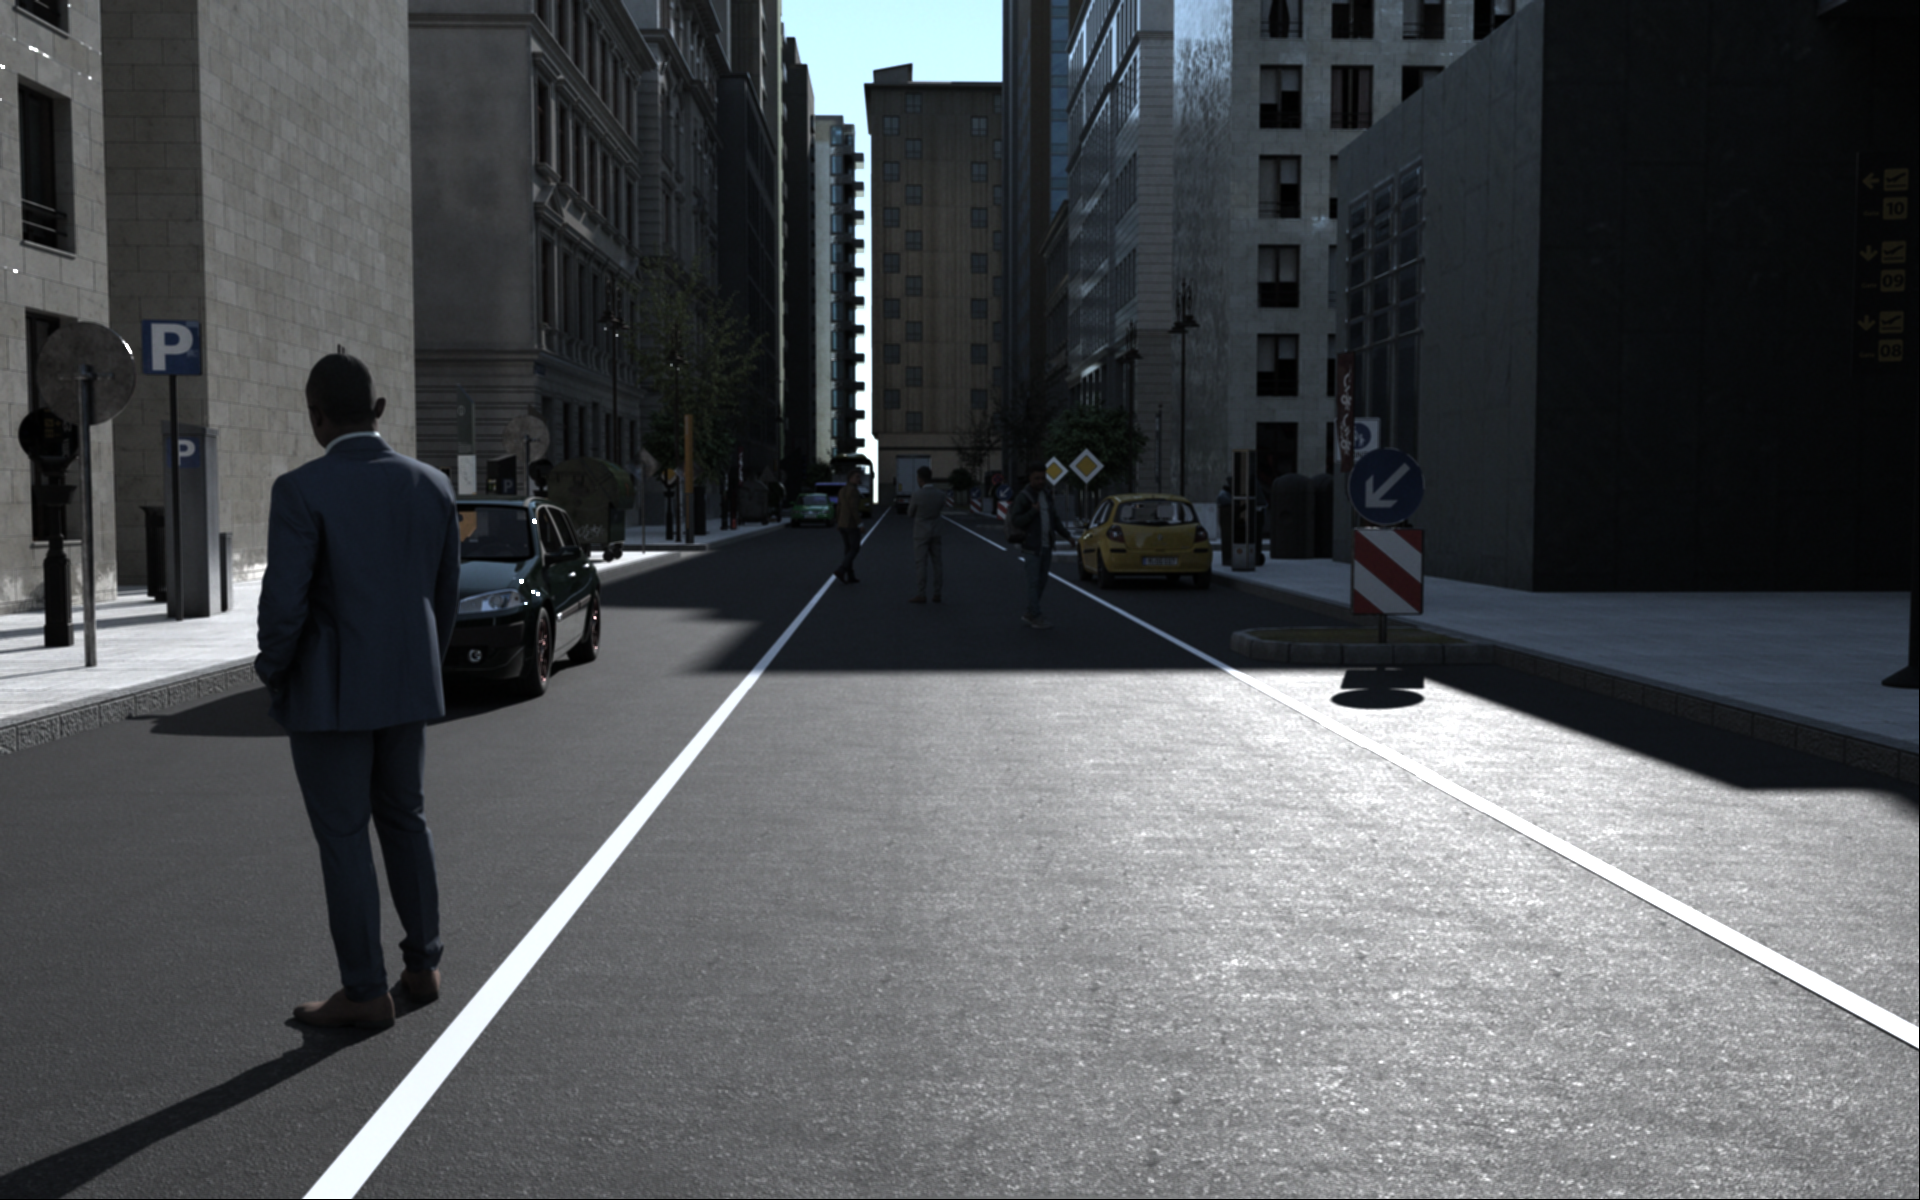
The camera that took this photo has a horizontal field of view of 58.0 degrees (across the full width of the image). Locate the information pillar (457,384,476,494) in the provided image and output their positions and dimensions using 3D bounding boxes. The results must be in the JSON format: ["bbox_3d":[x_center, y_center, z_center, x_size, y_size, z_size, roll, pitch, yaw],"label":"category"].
[{"bbox_3d":[-10.528,-2.789,36.949,0.504,3.616,0.183,2,4,34],"label":"information pillar"}]

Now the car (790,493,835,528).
[{"bbox_3d":[-6.420,-4.087,75.619,1.959,1.807,4.718,0,4,-2],"label":"car"}]

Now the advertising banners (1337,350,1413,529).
[{"bbox_3d":[4.899,-1.494,20.620,0.090,3.025,2.074,-1,4,-11],"label":"advertising banners"}]

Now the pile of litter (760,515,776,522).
[{"bbox_3d":[-9.129,-4.111,81.179,1.176,0.858,1.719,1,4,10],"label":"pile of litter"}]

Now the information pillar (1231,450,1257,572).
[{"bbox_3d":[4.720,-1.485,28.778,0.304,2.012,0.304,3,4,36],"label":"information pillar"}]

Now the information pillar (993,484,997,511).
[{"bbox_3d":[2.493,-7.100,120.573,0.304,2.012,0.304,2,4,29],"label":"information pillar"}]

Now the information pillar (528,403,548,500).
[{"bbox_3d":[-10.916,-3.268,44.794,0.504,3.616,0.183,0,4,-7],"label":"information pillar"}]

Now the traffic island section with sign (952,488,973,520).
[{"bbox_3d":[0.730,-5.412,97.115,1.989,1.847,2.006,0,4,-2],"label":"traffic island section with sign"}]

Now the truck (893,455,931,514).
[{"bbox_3d":[-3.512,-8.532,128.409,2.839,4.237,11.283,0,4,-2],"label":"truck"}]

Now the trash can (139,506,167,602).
[{"bbox_3d":[-9.447,-0.561,20.821,0.748,1.137,0.748,0,3,0],"label":"trash can"}]

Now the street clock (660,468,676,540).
[{"bbox_3d":[-8.108,-2.674,48.296,0.471,2.002,0.358,-1,4,-14],"label":"street clock"}]

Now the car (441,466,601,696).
[{"bbox_3d":[-3.882,-0.225,13.467,2.009,1.686,4.222,0,4,-4],"label":"car"}]

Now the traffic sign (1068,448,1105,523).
[{"bbox_3d":[2.734,-2.073,37.532,0.795,2.450,0.064,0,4,-2],"label":"traffic sign"}]

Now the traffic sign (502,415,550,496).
[{"bbox_3d":[-7.000,-1.704,27.964,0.768,2.556,0.104,0,4,-1],"label":"traffic sign"}]

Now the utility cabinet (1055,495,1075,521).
[{"bbox_3d":[4.926,-4.345,82.207,1.020,1.237,0.306,-1,4,-21],"label":"utility cabinet"}]

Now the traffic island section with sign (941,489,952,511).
[{"bbox_3d":[-0.976,-8.481,147.287,1.989,1.847,2.006,0,4,-2],"label":"traffic island section with sign"}]

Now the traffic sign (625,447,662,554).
[{"bbox_3d":[-6.806,-2.054,37.229,0.795,2.450,0.064,0,4,-2],"label":"traffic sign"}]

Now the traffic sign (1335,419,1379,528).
[{"bbox_3d":[5.326,-1.295,23.303,0.606,2.300,0.079,0,4,3],"label":"traffic sign"}]

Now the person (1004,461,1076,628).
[{"bbox_3d":[0.823,-0.596,18.592,0.721,1.781,0.623,2,4,34],"label":"person"}]

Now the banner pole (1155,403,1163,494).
[{"bbox_3d":[5.436,-3.515,47.489,0.401,3.779,0.863,1,4,18],"label":"banner pole"}]

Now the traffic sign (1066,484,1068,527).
[{"bbox_3d":[4.114,-4.071,66.665,0.768,2.556,0.104,0,4,0],"label":"traffic sign"}]

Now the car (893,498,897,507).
[{"bbox_3d":[-6.434,-11.080,193.164,2.014,1.417,4.499,0,4,-4],"label":"car"}]

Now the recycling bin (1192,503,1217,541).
[{"bbox_3d":[6.647,-2.162,47.906,0.722,1.027,0.722,-1,4,-12],"label":"recycling bin"}]

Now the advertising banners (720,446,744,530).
[{"bbox_3d":[-8.158,-4.035,62.165,0.090,3.025,2.074,1,4,17],"label":"advertising banners"}]

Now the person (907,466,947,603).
[{"bbox_3d":[-0.464,-0.877,23.016,0.511,1.800,0.466,-3,5,-42],"label":"person"}]

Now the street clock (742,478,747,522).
[{"bbox_3d":[-9.771,-4.535,78.723,0.358,2.002,0.471,-1,4,-9],"label":"street clock"}]

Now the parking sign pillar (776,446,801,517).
[{"bbox_3d":[-9.563,-6.627,96.818,1.447,3.967,1.447,-2,4,-34],"label":"parking sign pillar"}]

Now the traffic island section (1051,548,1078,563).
[{"bbox_3d":[2.757,-0.938,37.610,2.009,0.180,2.903,0,4,-2],"label":"traffic island section"}]

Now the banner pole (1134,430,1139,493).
[{"bbox_3d":[6.900,-4.746,67.612,0.401,3.779,0.863,1,4,19],"label":"banner pole"}]

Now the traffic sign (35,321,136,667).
[{"bbox_3d":[-6.471,-0.778,12.820,0.768,2.556,0.104,0,4,3],"label":"traffic sign"}]

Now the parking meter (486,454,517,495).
[{"bbox_3d":[-6.692,-1.199,25.317,0.255,1.863,0.399,3,4,36],"label":"parking meter"}]

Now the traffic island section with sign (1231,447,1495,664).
[{"bbox_3d":[3.508,-0.424,15.558,1.989,1.847,2.006,0,4,-2],"label":"traffic island section with sign"}]

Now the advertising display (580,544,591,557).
[{"bbox_3d":[-7.714,-1.850,35.458,0.123,1.923,0.974,-2,4,-26],"label":"advertising display"}]

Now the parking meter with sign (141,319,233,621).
[{"bbox_3d":[-8.073,-1.345,18.245,0.543,3.016,1.738,-1,4,-12],"label":"parking meter with sign"}]

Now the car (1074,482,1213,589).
[{"bbox_3d":[2.880,-1.065,27.637,2.015,1.641,3.980,0,4,-3],"label":"car"}]

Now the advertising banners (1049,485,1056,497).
[{"bbox_3d":[3.661,-4.519,70.066,0.090,3.025,2.074,1,4,17],"label":"advertising banners"}]

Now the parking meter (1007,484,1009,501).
[{"bbox_3d":[2.696,-5.899,102.167,0.255,1.863,0.399,-2,4,-28],"label":"parking meter"}]

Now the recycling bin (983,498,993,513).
[{"bbox_3d":[1.891,-6.322,115.913,0.722,1.027,0.722,0,4,1],"label":"recycling bin"}]

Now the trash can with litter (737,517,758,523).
[{"bbox_3d":[-9.487,-4.020,77.119,1.055,1.170,0.624,1,4,9],"label":"trash can with litter"}]

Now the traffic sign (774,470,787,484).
[{"bbox_3d":[-9.337,-5.475,89.624,0.768,2.556,0.104,0,4,7],"label":"traffic sign"}]

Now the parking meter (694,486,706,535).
[{"bbox_3d":[-8.084,-2.777,53.812,0.372,1.533,0.369,0,3,0],"label":"parking meter"}]

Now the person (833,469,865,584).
[{"bbox_3d":[-1.754,-1.180,27.706,0.656,1.842,0.836,2,4,26],"label":"person"}]

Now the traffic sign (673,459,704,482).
[{"bbox_3d":[-7.078,-2.542,45.209,0.795,2.450,0.064,0,4,-2],"label":"traffic sign"}]

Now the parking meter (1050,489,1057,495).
[{"bbox_3d":[4.580,-4.668,84.727,0.372,1.533,0.369,0,3,0],"label":"parking meter"}]

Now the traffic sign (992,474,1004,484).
[{"bbox_3d":[2.366,-6.577,107.638,0.768,2.556,0.104,0,4,3],"label":"traffic sign"}]

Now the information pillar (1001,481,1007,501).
[{"bbox_3d":[2.429,-5.560,95.401,0.304,2.012,0.304,0,4,3],"label":"information pillar"}]

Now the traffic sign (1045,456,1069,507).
[{"bbox_3d":[2.462,-2.561,45.513,0.795,2.450,0.064,0,4,-2],"label":"traffic sign"}]

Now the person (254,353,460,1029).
[{"bbox_3d":[-1.605,0.243,4.702,0.419,1.800,0.721,2,4,27],"label":"person"}]

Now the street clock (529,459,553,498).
[{"bbox_3d":[-8.600,-1.898,35.598,0.358,2.002,0.471,3,5,41],"label":"street clock"}]

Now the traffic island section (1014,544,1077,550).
[{"bbox_3d":[2.485,-1.426,45.591,2.009,0.180,2.903,0,4,-2],"label":"traffic island section"}]

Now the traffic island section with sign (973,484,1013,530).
[{"bbox_3d":[1.651,-3.764,70.175,1.989,1.847,2.006,0,4,-2],"label":"traffic island section with sign"}]

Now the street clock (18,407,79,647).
[{"bbox_3d":[-7.611,-0.612,14.576,0.471,2.002,0.358,-1,4,-15],"label":"street clock"}]

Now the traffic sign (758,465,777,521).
[{"bbox_3d":[-8.512,-4.680,76.526,0.884,2.594,0.081,0,4,2],"label":"traffic sign"}]
